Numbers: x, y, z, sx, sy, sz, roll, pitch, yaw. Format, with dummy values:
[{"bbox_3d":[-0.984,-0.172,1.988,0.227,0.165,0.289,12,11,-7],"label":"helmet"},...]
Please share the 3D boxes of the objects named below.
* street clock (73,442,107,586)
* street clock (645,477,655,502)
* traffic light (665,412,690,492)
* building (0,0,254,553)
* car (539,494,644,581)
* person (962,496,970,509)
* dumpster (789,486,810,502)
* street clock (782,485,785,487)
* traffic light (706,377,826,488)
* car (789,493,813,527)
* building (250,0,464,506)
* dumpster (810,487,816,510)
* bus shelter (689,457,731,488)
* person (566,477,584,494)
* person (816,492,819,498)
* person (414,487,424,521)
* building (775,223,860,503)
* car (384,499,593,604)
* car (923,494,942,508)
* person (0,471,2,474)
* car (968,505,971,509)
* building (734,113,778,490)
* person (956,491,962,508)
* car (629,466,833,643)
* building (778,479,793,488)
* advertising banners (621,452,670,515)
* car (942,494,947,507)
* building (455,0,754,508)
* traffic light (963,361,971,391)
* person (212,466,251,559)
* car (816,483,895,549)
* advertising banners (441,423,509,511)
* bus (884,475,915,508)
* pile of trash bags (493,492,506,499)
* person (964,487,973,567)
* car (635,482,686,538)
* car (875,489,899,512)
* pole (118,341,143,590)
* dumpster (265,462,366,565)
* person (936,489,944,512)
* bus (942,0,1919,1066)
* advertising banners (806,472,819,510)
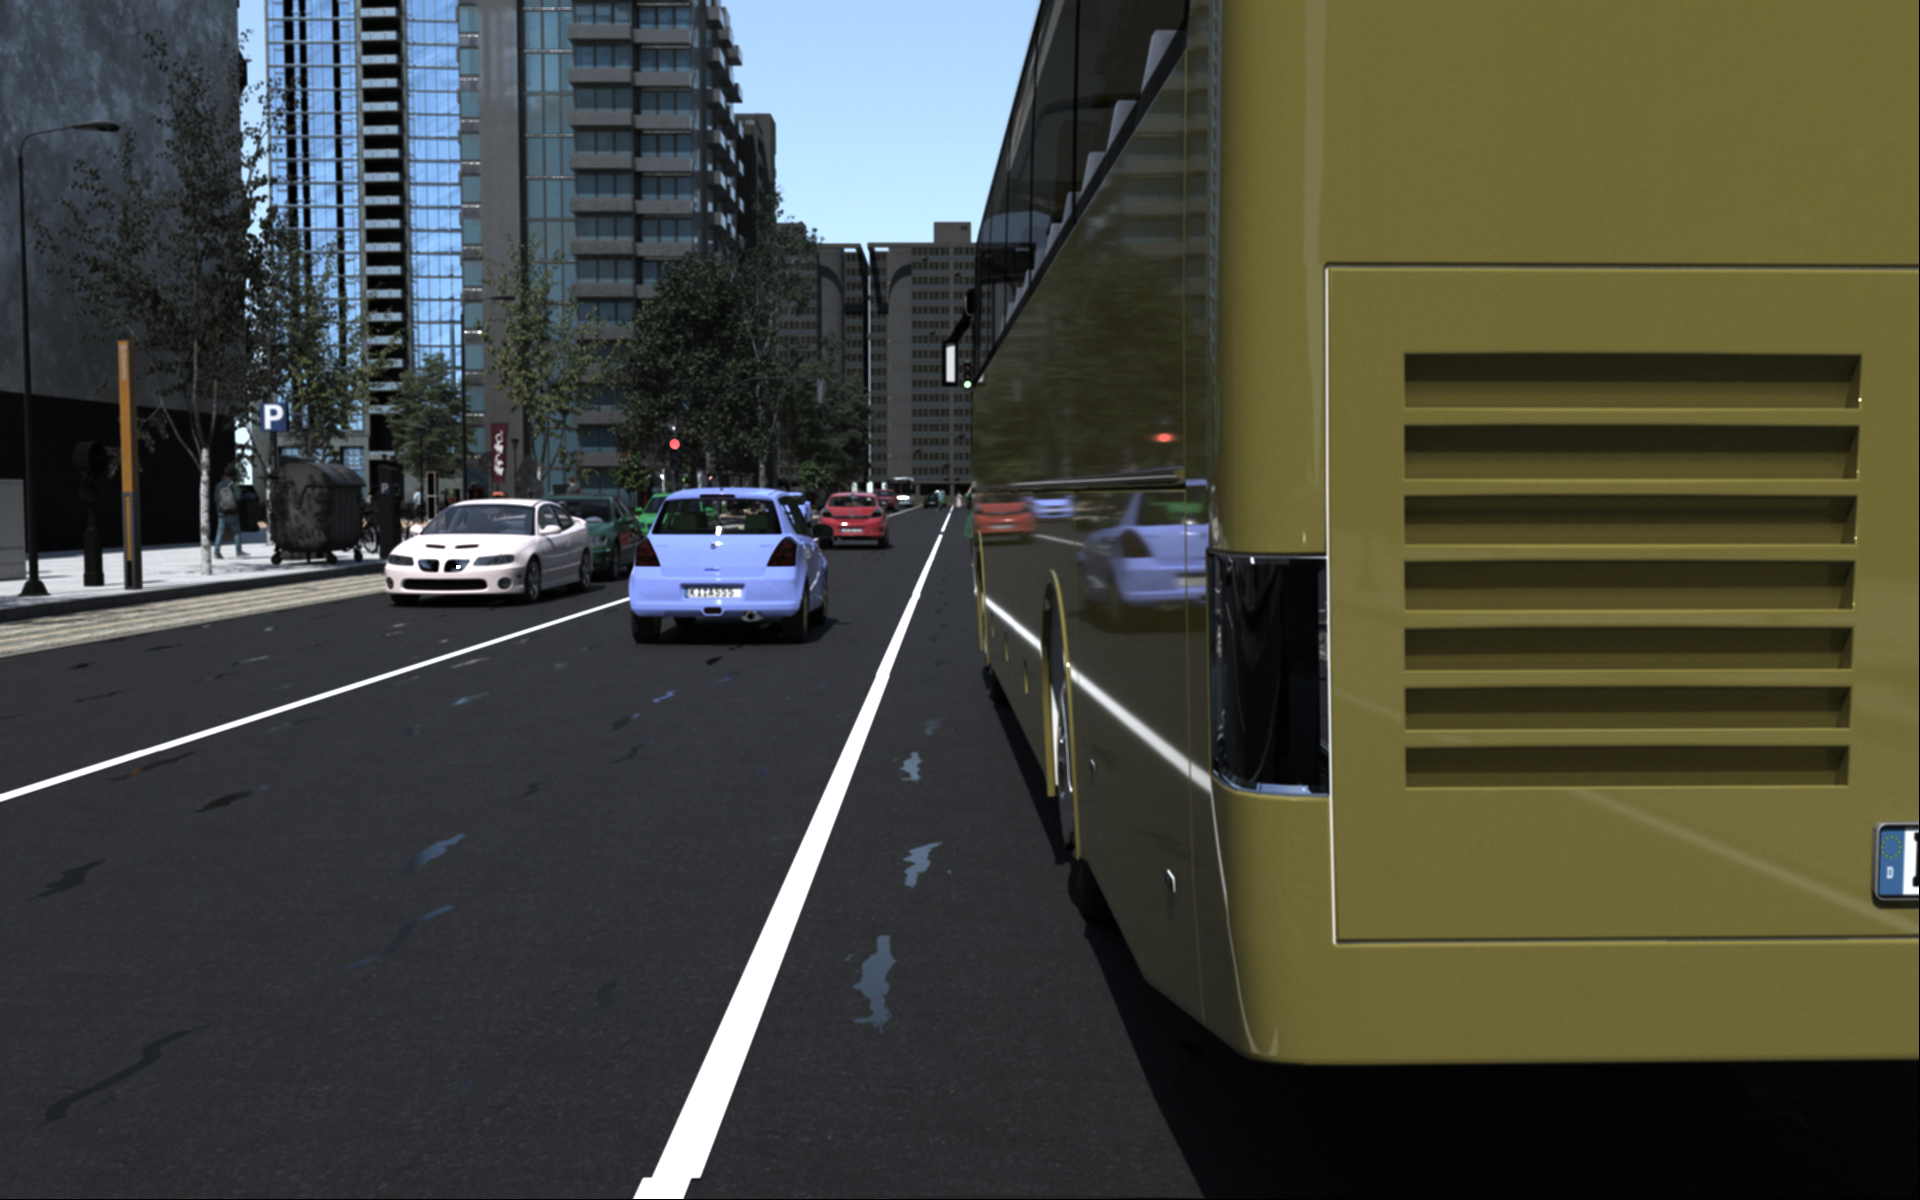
[{"bbox_3d":[-12.071,-1.193,24.083,0.358,2.002,0.471,0,4,4],"label":"street clock"},{"bbox_3d":[-12.750,-4.069,71.093,0.358,2.002,0.471,-3,5,-44],"label":"street clock"},{"bbox_3d":[-9.695,-4.305,59.303,0.839,4.253,0.868,0,3,0],"label":"traffic light"},{"bbox_3d":[-28.613,-10.729,42.865,16.811,18.784,16.820,0,3,0],"label":"building"},{"bbox_3d":[-6.628,-1.115,30.026,2.131,1.459,4.920,0,4,-2],"label":"car"},{"bbox_3d":[0.822,-9.660,167.167,1.217,1.736,0.721,0,4,-1],"label":"person"},{"bbox_3d":[-11.852,-7.363,126.136,1.264,1.857,1.865,0,4,0],"label":"dumpster"},{"bbox_3d":[-14.254,-8.289,140.101,0.358,2.002,0.471,0,4,-5],"label":"street clock"},{"bbox_3d":[-7.613,-5.667,67.325,4.771,5.953,1.251,0,3,0],"label":"traffic light"},{"bbox_3d":[-7.241,-3.897,73.302,1.945,1.707,3.694,0,4,1],"label":"car"},{"bbox_3d":[-64.620,-54.116,197.470,31.000,86.520,22.319,0,3,0],"label":"building"},{"bbox_3d":[-12.310,-8.177,139.447,1.264,1.857,1.865,0,3,0],"label":"dumpster"},{"bbox_3d":[-13.119,-5.993,91.915,2.014,3.302,5.546,0,3,0],"label":"bus shelter"},{"bbox_3d":[-12.166,-2.976,54.658,0.822,1.834,0.622,2,4,31],"label":"person"},{"bbox_3d":[-17.610,-12.769,214.917,0.705,1.812,1.348,-3,5,-40],"label":"person"},{"bbox_3d":[-25.674,-4.539,82.066,0.330,1.601,0.589,3,5,44],"label":"person"},{"bbox_3d":[-25.234,-34.185,250.798,23.993,40.220,32.217,0,3,0],"label":"building"},{"bbox_3d":[-6.425,-0.716,24.064,2.083,1.381,4.827,0,4,2],"label":"car"},{"bbox_3d":[-2.715,-10.032,173.808,2.009,1.686,4.222,0,4,2],"label":"car"},{"bbox_3d":[-15.271,-1.280,27.325,0.532,1.782,0.716,-1,4,-9],"label":"person"},{"bbox_3d":[1.649,-9.753,171.828,2.083,1.381,4.827,0,4,-2],"label":"car"},{"bbox_3d":[-26.836,-30.410,180.792,14.154,41.232,14.086,0,3,0],"label":"building"},{"bbox_3d":[-0.078,-10.157,175.238,0.621,1.740,0.551,2,4,29],"label":"person"},{"bbox_3d":[-2.311,-0.513,17.977,1.945,1.707,3.694,0,4,0],"label":"car"},{"bbox_3d":[-34.686,-33.271,198.610,28.867,44.769,22.147,0,3,0],"label":"building"},{"bbox_3d":[-12.951,-4.609,71.546,2.074,3.025,0.090,0,4,-7],"label":"advertising banners"},{"bbox_3d":[-2.392,-10.913,187.229,1.959,1.807,4.718,0,4,-1],"label":"car"},{"bbox_3d":[-31.689,-32.878,157.158,23.786,49.044,30.456,0,3,0],"label":"building"},{"bbox_3d":[2.474,-5.170,59.192,4.771,5.953,1.251,0,3,0],"label":"traffic light"},{"bbox_3d":[-14.444,-1.720,34.152,0.794,1.824,0.713,2,4,33],"label":"person"},{"bbox_3d":[-2.823,-2.294,46.544,2.155,1.783,4.494,0,4,-1],"label":"car"},{"bbox_3d":[-12.027,-2.862,42.988,2.074,3.025,0.090,2,4,23],"label":"advertising banners"},{"bbox_3d":[-6.395,-11.773,187.342,2.948,3.499,13.247,0,4,1],"label":"bus"},{"bbox_3d":[-16.506,-3.523,67.353,3.447,1.369,1.912,-1,4,-12],"label":"pile of trash bags"},{"bbox_3d":[0.365,-1.551,34.114,0.600,1.795,0.529,0,4,-7],"label":"person"},{"bbox_3d":[-7.121,-2.139,43.761,1.959,1.807,4.718,0,4,-1],"label":"car"},{"bbox_3d":[-5.976,-7.874,137.420,2.281,1.827,5.304,0,4,1],"label":"car"},{"bbox_3d":[-11.101,-1.793,23.166,0.158,3.312,0.155,0,3,0],"label":"pole"},{"bbox_3d":[-11.868,-1.602,31.952,1.264,1.857,1.865,0,3,0],"label":"dumpster"},{"bbox_3d":[-1.670,-8.138,141.421,0.748,1.841,0.638,-2,4,-27],"label":"person"},{"bbox_3d":[1.479,-1.048,8.682,2.896,3.916,12.252,0,4,-2],"label":"bus"},{"bbox_3d":[-11.739,-8.642,137.480,0.090,3.025,2.074,2,4,26],"label":"advertising banners"}]
